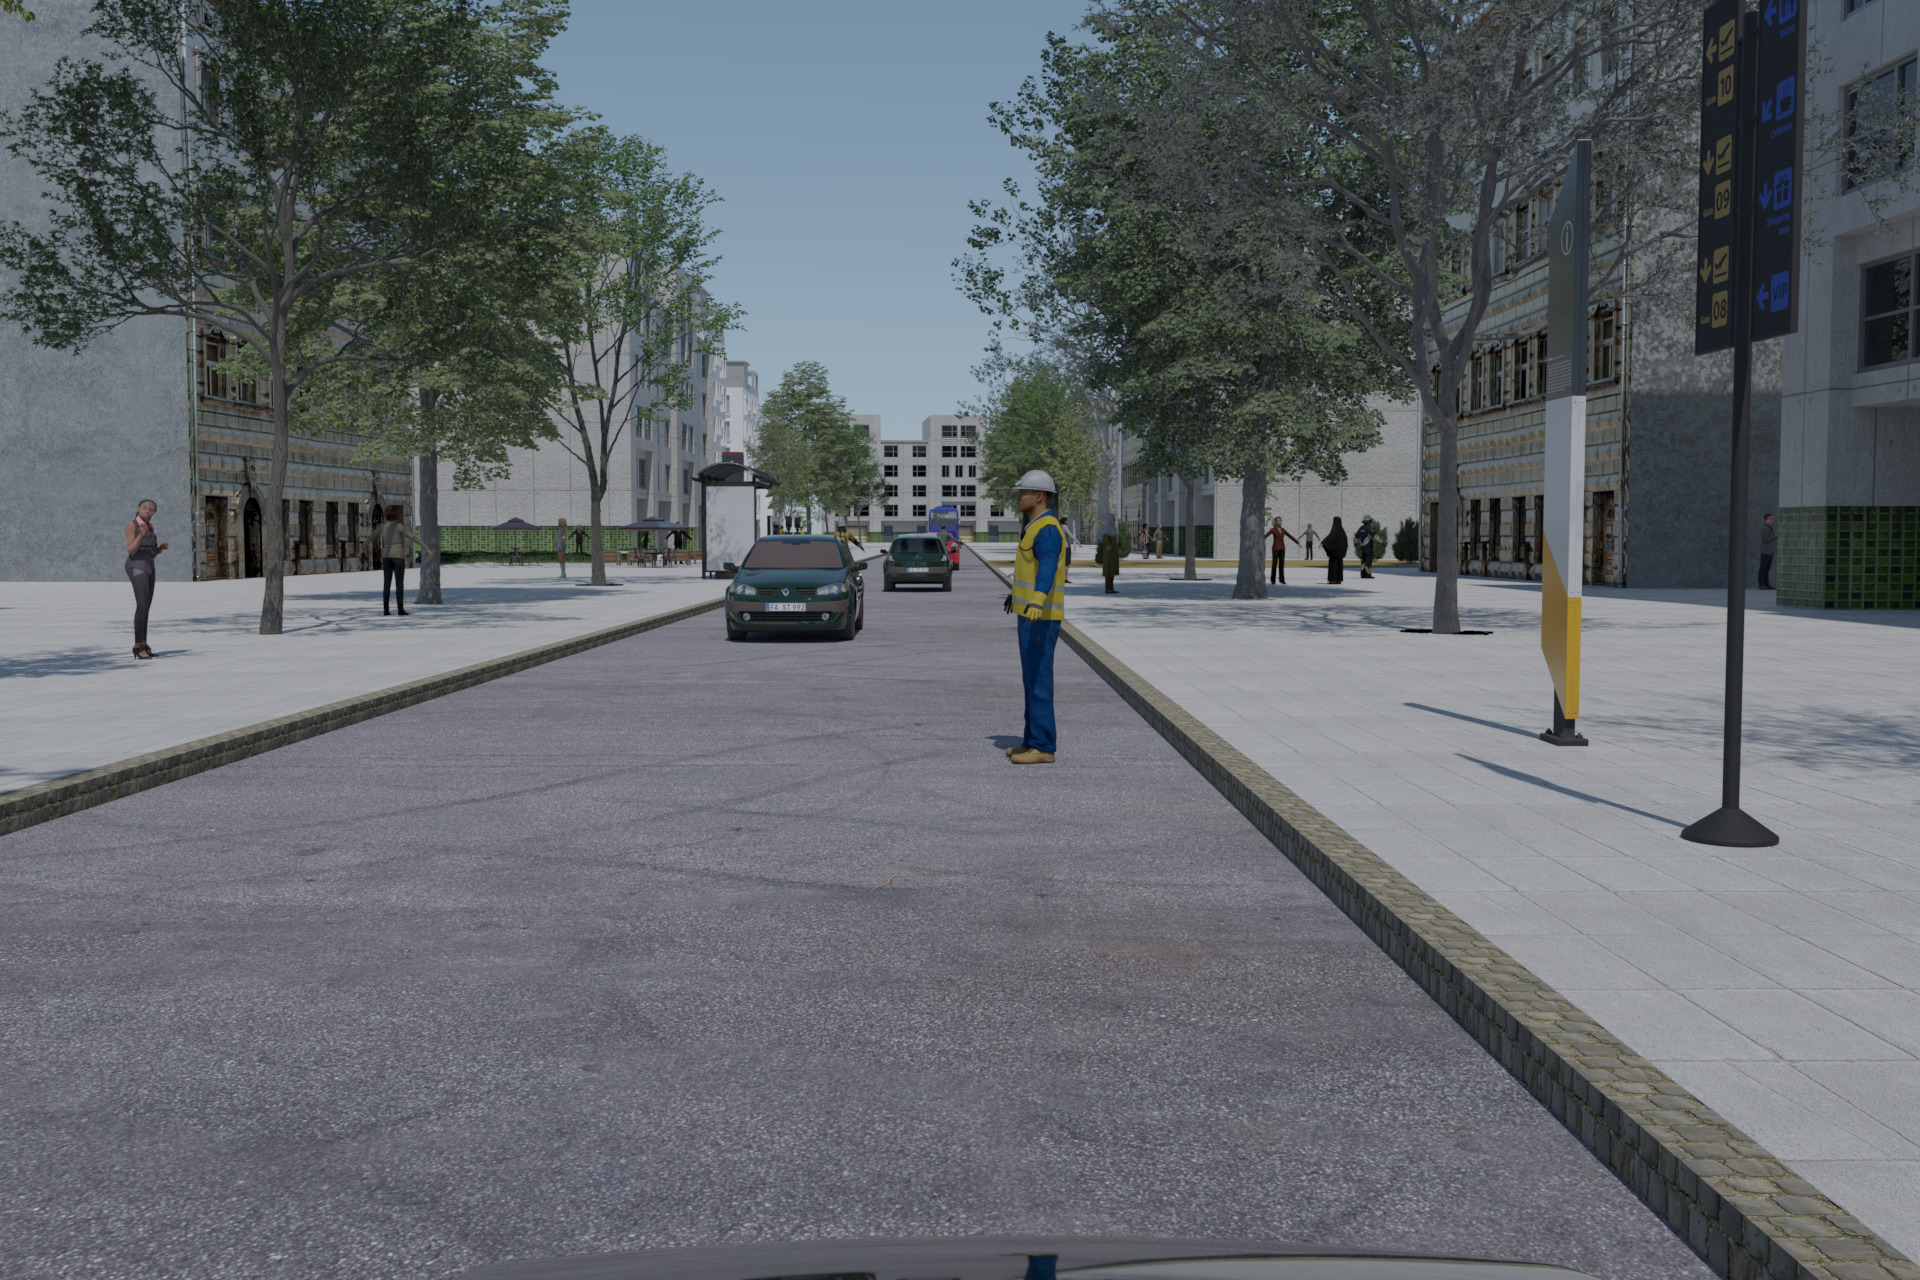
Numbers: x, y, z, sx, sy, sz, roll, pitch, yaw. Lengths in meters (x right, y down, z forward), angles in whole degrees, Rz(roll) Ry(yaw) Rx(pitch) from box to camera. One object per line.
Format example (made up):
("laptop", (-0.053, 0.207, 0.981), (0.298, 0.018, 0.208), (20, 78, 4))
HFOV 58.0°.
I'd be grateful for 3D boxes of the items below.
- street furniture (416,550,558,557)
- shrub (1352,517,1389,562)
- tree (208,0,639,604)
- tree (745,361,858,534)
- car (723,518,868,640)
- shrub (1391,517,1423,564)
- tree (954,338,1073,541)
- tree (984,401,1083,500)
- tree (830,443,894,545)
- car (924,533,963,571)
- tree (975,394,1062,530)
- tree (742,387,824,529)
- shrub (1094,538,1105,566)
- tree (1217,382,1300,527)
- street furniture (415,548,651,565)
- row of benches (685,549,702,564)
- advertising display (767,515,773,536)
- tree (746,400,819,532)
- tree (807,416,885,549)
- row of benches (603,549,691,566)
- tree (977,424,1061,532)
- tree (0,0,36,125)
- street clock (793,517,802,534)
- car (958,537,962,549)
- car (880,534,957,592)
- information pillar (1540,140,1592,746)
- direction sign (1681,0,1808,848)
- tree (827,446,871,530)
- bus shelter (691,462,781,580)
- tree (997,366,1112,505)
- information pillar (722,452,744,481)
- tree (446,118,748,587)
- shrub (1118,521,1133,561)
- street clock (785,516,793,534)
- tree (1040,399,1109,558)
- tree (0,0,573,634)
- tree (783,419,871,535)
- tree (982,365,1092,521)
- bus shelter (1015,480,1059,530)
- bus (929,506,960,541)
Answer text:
("street furniture", (-24.535, -4.233, 84.829), (10.072, 0.657, 5.734), (0, 4, 7))
("shrub", (18.802, -4.601, 79.266), (1.661, 2.075, 1.752), (0, 3, 0))
("tree", (-9.885, -6.959, 31.902), (7.486, 12.596, 7.792), (0, 3, 0))
("tree", (-10.336, -11.960, 113.679), (7.486, 12.596, 7.792), (0, 3, 0))
("car", (-2.290, -0.906, 24.601), (2.009, 1.686, 4.222), (0, 4, 0))
("shrub", (19.539, -4.351, 75.185), (1.661, 2.075, 1.752), (0, 3, 0))
("tree", (5.470, -19.040, 167.194), (12.611, 20.169, 13.585), (0, 3, 0))
("tree", (5.602, -12.408, 128.622), (9.928, 11.665, 9.643), (0, 3, 0))
("tree", (-9.736, -14.117, 165.218), (7.601, 10.594, 8.767), (2, 4, 32))
("car", (-0.931, -3.684, 69.281), (2.155, 1.783, 4.494), (0, 4, -1))
("tree", (5.066, -13.511, 139.029), (7.486, 12.596, 7.792), (0, 3, 0))
("tree", (-9.187, -8.373, 87.260), (4.360, 8.622, 3.978), (0, 3, 0))
("shrub", (5.843, -3.581, 69.671), (1.383, 1.207, 1.383), (0, 3, 0))
("tree", (13.271, -7.789, 77.714), (4.737, 8.622, 4.395), (0, 3, 0))
("street furniture", (-18.634, -3.705, 76.211), (10.072, 0.657, 5.734), (-1, 4, -9))
("row of benches", (-10.297, -3.687, 75.741), (1.422, 0.672, 4.104), (3, 4, 38))
("advertising display", (-6.568, -3.350, 59.979), (0.123, 1.923, 0.974), (0, 3, 0))
("tree", (-9.397, -8.751, 93.440), (4.737, 8.622, 4.395), (0, 3, 0))
("tree", (-10.040, -13.769, 150.878), (9.928, 11.665, 9.643), (0, 3, 0))
("row of benches", (-12.943, -3.391, 70.911), (4.104, 0.672, 1.422), (0, 4, 1))
("tree", (5.225, -13.552, 147.331), (9.928, 11.665, 9.643), (0, 3, 0))
("tree", (-9.040, -3.819, 12.799), (4.737, 8.622, 4.395), (0, 3, 0))
("street clock", (-6.967, -4.261, 74.239), (0.358, 2.002, 0.471), (0, 4, 1))
("car", (-0.750, -9.860, 170.996), (2.009, 1.686, 4.222), (0, 4, -2))
("car", (-1.065, -2.112, 44.323), (2.009, 1.686, 4.222), (0, 4, -1))
("information pillar", (3.705, -1.177, 10.601), (0.183, 3.616, 0.504), (0, 3, 0))
("direction sign", (3.228, -0.927, 7.156), (0.379, 3.537, 0.876), (0, 3, 0))
("tree", (-9.834, -11.645, 140.752), (4.360, 8.622, 3.978), (0, 3, 0))
("bus shelter", (-6.534, -3.502, 51.179), (2.014, 3.302, 5.546), (0, 4, -1))
("tree", (5.770, -10.975, 105.194), (9.928, 11.665, 9.643), (0, 3, 0))
("information pillar", (-7.166, -4.000, 54.779), (0.750, 3.857, 0.750), (0, 4, -1))
("tree", (-8.978, -7.150, 42.652), (9.928, 11.665, 9.643), (0, 3, 0))
("shrub", (7.566, -4.844, 83.612), (1.690, 2.028, 1.600), (0, 3, 0))
("street clock", (-6.775, -3.917, 68.609), (0.358, 2.002, 0.471), (0, 4, 1))
("tree", (6.272, -8.779, 93.896), (4.737, 8.622, 4.395), (0, 3, 0))
("tree", (-8.500, -5.355, 21.968), (7.601, 10.594, 8.767), (-1, 4, -19))
("tree", (-10.307, -12.012, 130.809), (7.601, 10.594, 8.767), (0, 4, -6))
("tree", (4.898, -12.131, 116.476), (7.486, 12.596, 7.792), (0, 3, 0))
("bus shelter", (3.464, -5.293, 77.826), (1.731, 3.624, 6.357), (0, 4, 0))
("bus", (-1.391, -9.811, 151.955), (2.896, 3.916, 12.251), (0, 4, 0))
